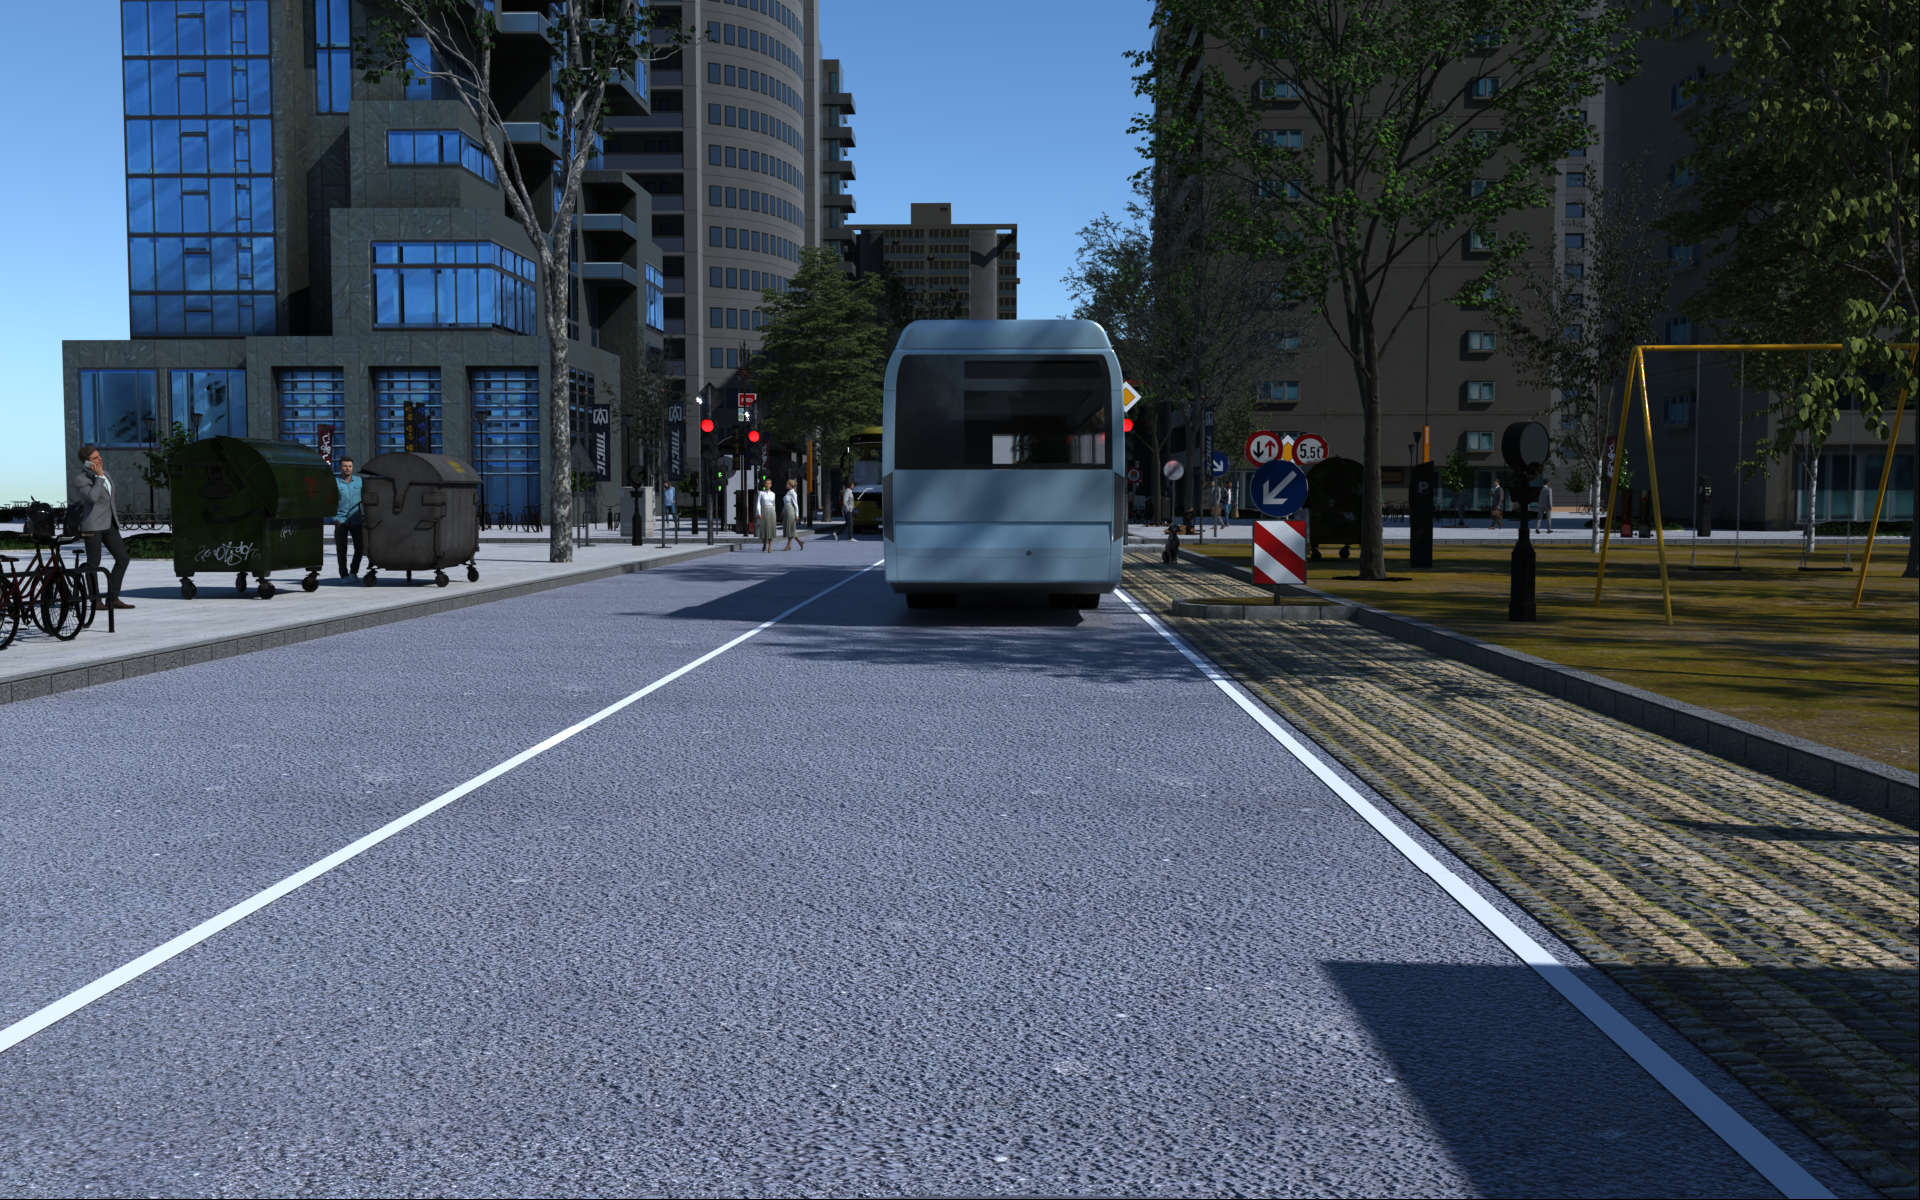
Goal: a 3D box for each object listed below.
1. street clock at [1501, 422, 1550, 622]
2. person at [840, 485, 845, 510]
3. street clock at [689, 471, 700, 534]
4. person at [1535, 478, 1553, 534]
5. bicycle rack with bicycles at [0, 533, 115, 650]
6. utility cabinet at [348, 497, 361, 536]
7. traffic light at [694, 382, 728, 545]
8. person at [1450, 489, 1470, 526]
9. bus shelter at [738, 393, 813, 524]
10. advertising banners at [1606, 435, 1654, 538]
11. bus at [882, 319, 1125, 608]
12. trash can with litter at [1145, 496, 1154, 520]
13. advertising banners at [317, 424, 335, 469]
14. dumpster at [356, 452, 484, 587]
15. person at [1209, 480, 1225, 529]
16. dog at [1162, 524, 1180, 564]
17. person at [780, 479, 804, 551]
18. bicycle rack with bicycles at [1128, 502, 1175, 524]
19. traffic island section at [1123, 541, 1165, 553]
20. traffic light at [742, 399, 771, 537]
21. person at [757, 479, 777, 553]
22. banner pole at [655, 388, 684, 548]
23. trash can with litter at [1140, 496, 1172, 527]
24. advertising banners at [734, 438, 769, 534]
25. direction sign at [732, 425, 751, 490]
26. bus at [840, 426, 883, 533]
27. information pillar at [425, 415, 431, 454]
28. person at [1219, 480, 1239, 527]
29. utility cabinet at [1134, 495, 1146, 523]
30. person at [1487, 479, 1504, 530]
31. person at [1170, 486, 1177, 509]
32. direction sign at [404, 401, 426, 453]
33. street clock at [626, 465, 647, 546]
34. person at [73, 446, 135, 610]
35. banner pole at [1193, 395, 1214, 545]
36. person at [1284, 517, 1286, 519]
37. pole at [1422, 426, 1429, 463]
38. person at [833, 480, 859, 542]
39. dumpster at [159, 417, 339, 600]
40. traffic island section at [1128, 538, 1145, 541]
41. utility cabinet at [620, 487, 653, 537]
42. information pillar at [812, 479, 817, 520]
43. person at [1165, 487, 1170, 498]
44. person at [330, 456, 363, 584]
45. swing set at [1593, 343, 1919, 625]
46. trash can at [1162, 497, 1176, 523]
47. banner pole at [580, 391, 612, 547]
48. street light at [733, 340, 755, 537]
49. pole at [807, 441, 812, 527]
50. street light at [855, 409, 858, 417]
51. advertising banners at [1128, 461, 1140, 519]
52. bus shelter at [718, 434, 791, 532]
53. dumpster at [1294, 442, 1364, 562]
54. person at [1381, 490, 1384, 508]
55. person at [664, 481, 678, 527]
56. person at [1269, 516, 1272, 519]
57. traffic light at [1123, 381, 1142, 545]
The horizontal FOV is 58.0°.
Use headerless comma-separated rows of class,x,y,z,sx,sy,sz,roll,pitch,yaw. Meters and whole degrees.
street clock,5.674,-0.786,17.415,0.471,2.002,0.358,-2,4,-33
person,-7.301,-6.356,109.762,0.447,1.846,0.655,3,5,43
street clock,-8.441,-3.091,55.108,0.358,2.002,0.471,0,4,-1
person,18.949,-3.050,56.185,0.850,1.792,0.678,-3,5,-44
bicycle rack with bicycles,-8.711,-0.125,15.428,2.852,0.926,2.925,1,4,10
utility cabinet,-18.786,-2.594,53.581,0.306,1.237,1.020,-2,4,-33
traffic light,-6.255,-3.333,43.408,0.839,4.253,0.868,0,4,2
person,20.360,-3.920,70.411,0.678,1.792,0.850,-1,4,-9
bus shelter,-7.650,-5.735,71.405,2.179,5.291,8.768,0,4,2
advertising banners,19.764,-3.365,51.213,0.090,3.025,2.074,-1,4,-19
bus,0.614,-1.837,24.901,2.948,3.499,13.247,0,4,1
trash can with litter,8.922,-4.469,84.455,1.055,1.170,0.624,-1,4,-9
advertising banners,-16.297,-2.854,42.849,0.090,3.025,2.074,2,4,33
dumpster,-7.619,-1.145,24.486,1.264,1.857,1.865,0,4,2
person,9.297,-3.489,63.215,0.853,1.813,0.709,-3,5,-39
dog,4.424,-1.153,35.693,0.513,0.831,0.800,2,4,29
person,-4.208,-2.132,43.585,0.641,1.798,0.478,-1,4,-16
bicycle rack with bicycles,7.926,-3.745,74.608,2.925,0.926,2.852,-1,4,-22
traffic island section,4.143,-1.283,43.265,2.009,0.180,2.903,0,4,2
traffic light,-6.045,-3.821,51.390,0.839,4.253,0.868,0,4,2
person,-4.754,-2.069,42.557,0.478,1.798,0.641,-1,4,-9
banner pole,-6.845,-3.115,40.952,0.863,3.779,0.401,2,4,28
trash can with litter,7.761,-3.496,68.223,2.233,1.210,1.678,-3,5,-43
advertising banners,-6.637,-3.610,55.212,0.090,3.025,2.074,-3,4,-39
direction sign,-7.143,-3.961,56.759,0.876,3.537,0.379,3,5,40
bus,-2.734,-4.586,66.531,2.896,3.916,12.252,0,3,0
information pillar,-15.862,-3.668,51.331,0.504,3.616,0.183,2,4,29
person,10.517,-3.776,67.763,0.794,1.824,0.713,-1,4,-22
utility cabinet,7.982,-4.023,76.935,0.306,1.237,1.020,1,4,20
person,19.431,-3.465,62.654,0.822,1.834,0.622,-1,4,-23
person,12.420,-5.773,100.613,0.728,1.800,0.709,-2,4,-28
direction sign,-13.396,-3.097,42.626,0.379,3.537,0.876,1,4,15
street clock,-8.025,-2.350,43.000,0.471,2.002,0.358,-3,5,-43
person,-9.483,-0.792,19.171,0.473,1.802,0.592,2,4,27
banner pole,6.201,-3.282,43.677,0.401,3.779,0.863,-1,4,-19
person,12.858,-3.829,69.401,0.760,1.731,0.466,-1,4,-16
pole,13.999,-3.564,52.118,0.158,3.312,0.155,0,3,0
person,-3.427,-2.661,51.856,0.795,1.843,0.661,0,4,4
dumpster,-8.911,-1.179,21.771,1.502,2.255,1.985,0,4,2
traffic island section,4.353,-1.772,51.247,2.009,0.180,2.903,0,4,2
utility cabinet,-9.586,-2.605,51.273,1.173,1.500,0.318,3,5,41
information pillar,-7.140,-4.894,84.511,0.304,2.012,0.304,1,4,10
person,13.846,-6.706,116.278,0.643,1.750,0.593,-1,4,-10
person,-8.837,-1.161,25.051,0.660,1.820,0.620,-3,4,-38
swing set,8.405,-1.258,18.190,3.119,2.851,2.862,0,4,6
trash can,9.270,-4.012,77.250,0.748,1.137,0.748,0,3,0
banner pole,-8.908,-3.197,42.293,0.863,3.779,0.401,1,4,10
street light,-6.465,-4.851,52.099,0.468,5.910,1.993,0,4,2
pole,-5.785,-4.448,66.569,0.158,3.312,0.155,0,3,0
street light,-5.449,-7.276,91.754,0.468,5.910,1.993,0,4,2
advertising banners,8.838,-5.738,89.999,0.090,3.025,2.074,3,4,36
bus shelter,-7.336,-4.133,61.490,2.014,3.302,5.546,0,4,2
dumpster,7.156,-1.892,33.427,1.502,2.255,1.985,0,4,2
person,16.107,-3.720,67.114,0.600,1.795,0.529,0,4,7
person,-11.210,-3.709,66.955,0.793,1.790,0.793,-2,4,-33
person,13.804,-4.261,76.385,0.598,1.740,0.731,1,4,13
traffic light,4.103,-3.317,43.152,0.839,4.253,0.868,0,4,2
